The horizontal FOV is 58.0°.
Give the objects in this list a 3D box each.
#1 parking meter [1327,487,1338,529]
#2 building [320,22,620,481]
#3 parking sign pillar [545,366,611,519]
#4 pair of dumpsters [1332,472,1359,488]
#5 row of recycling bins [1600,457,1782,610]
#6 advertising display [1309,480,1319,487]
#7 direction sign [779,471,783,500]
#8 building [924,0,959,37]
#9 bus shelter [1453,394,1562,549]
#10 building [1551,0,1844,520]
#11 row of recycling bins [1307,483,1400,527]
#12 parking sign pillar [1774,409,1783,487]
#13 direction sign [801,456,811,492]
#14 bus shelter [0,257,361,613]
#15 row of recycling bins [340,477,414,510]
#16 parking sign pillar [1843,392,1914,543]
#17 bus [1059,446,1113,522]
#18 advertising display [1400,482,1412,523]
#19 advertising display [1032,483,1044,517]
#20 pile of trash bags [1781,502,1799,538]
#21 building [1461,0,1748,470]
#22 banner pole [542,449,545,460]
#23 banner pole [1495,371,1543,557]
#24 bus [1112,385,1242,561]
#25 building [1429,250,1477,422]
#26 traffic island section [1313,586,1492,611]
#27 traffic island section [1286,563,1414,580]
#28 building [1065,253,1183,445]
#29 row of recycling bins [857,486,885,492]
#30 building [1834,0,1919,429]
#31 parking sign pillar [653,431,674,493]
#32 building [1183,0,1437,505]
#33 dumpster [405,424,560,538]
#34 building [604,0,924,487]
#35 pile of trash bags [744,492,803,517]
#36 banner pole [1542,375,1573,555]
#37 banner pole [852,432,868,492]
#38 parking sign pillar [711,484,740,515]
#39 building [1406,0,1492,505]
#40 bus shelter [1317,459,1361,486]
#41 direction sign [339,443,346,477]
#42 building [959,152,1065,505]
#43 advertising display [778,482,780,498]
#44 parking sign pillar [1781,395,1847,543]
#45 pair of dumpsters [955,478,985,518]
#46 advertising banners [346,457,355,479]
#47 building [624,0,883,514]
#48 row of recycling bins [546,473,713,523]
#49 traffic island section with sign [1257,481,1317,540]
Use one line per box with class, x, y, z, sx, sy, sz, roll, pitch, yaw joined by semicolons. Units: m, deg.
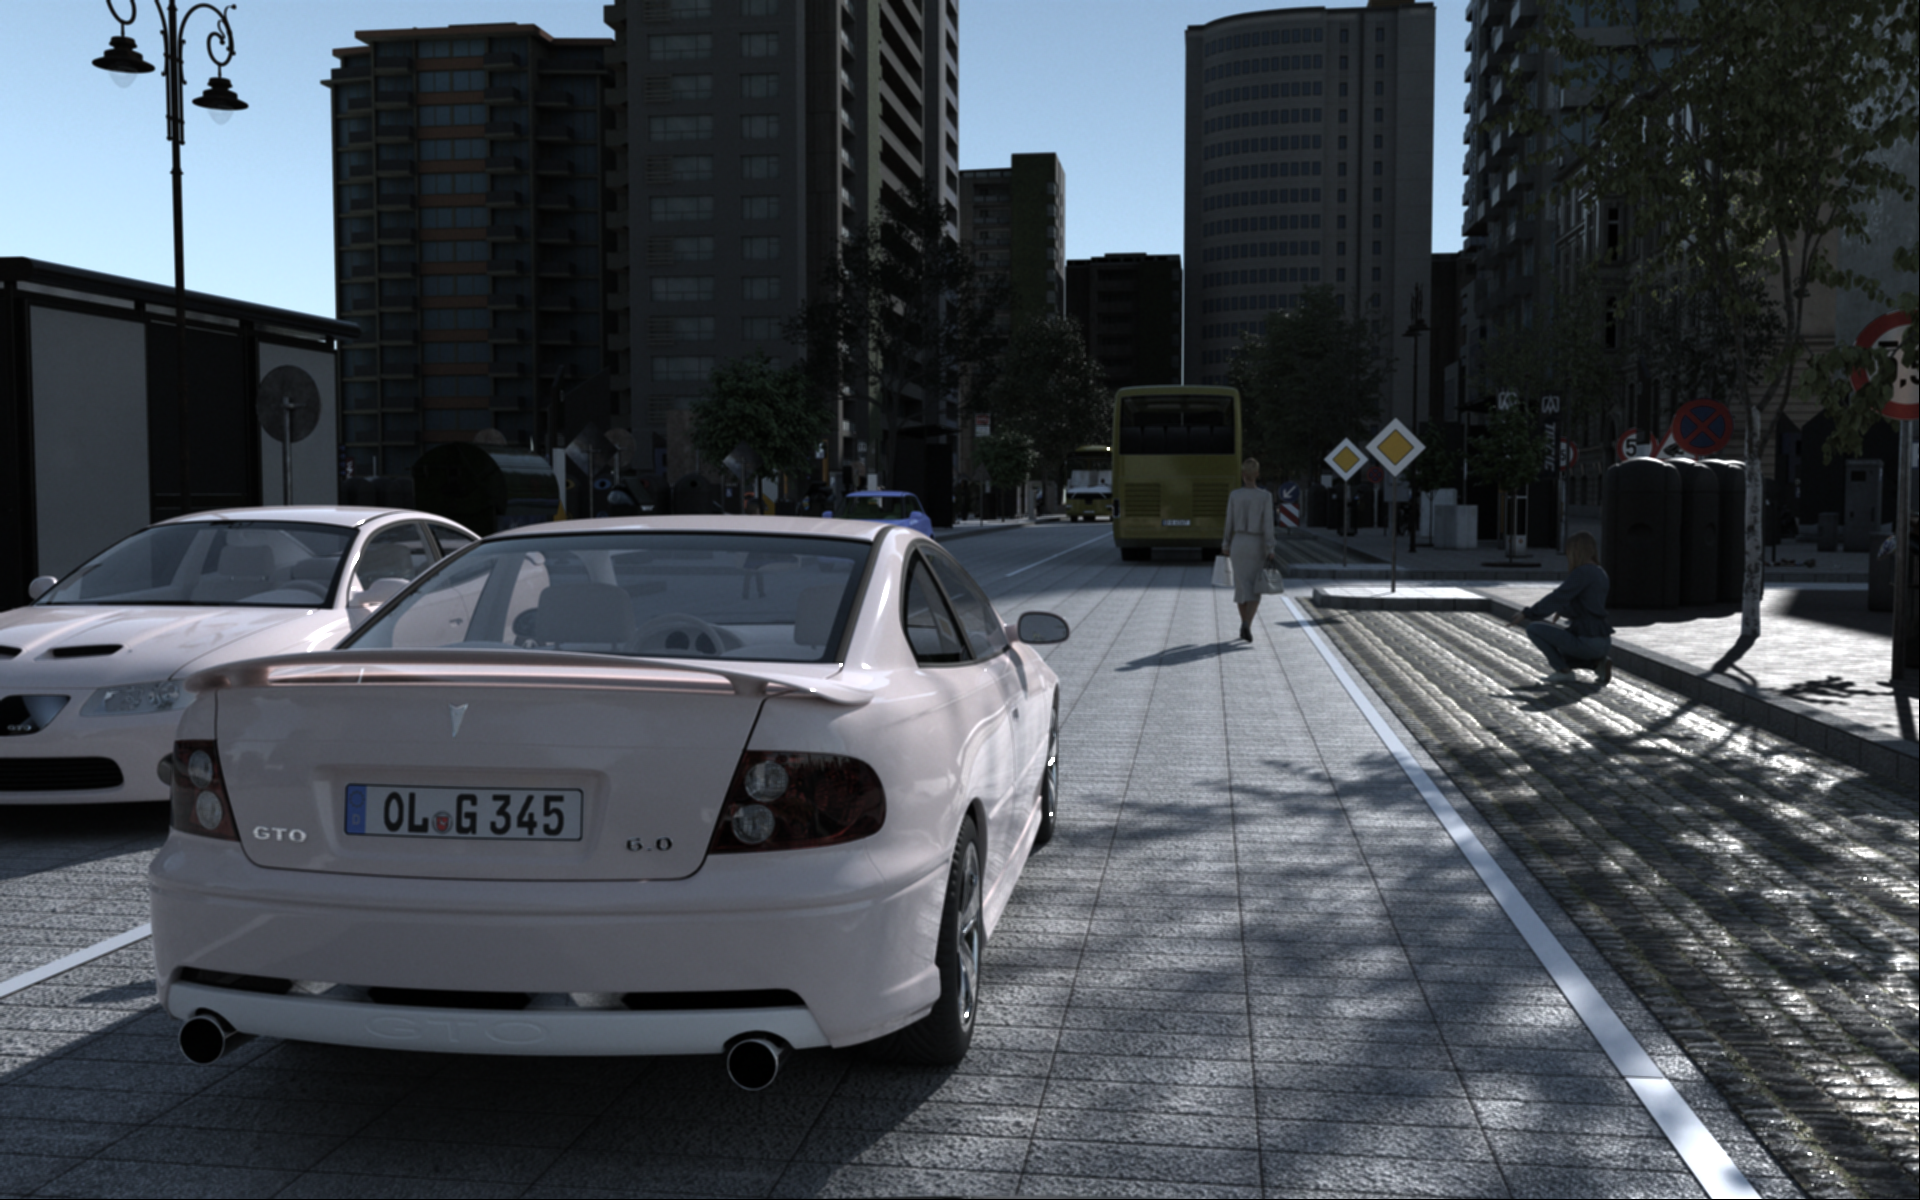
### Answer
parking meter;13.578;-3.350;63.183;0.372;1.533;0.369;0;3;0
building;-43.135;-31.177;164.367;28.867;44.769;22.147;0;4;8
parking sign pillar;-8.014;-2.929;36.369;1.447;3.967;1.447;-2;4;-26
pair of dumpsters;16.970;-4.605;77.784;1.574;2.255;4.437;0;4;8
row of recycling bins;8.649;-0.819;20.511;1.069;1.692;3.534;3;5;43
advertising display;16.721;-4.693;81.942;0.123;1.923;0.974;2;4;32
direction sign;-6.622;-4.437;64.549;0.379;3.537;0.876;1;4;18
building;-14.605;-37.829;160.503;28.212;58.520;21.231;0;4;8
bus shelter;13.773;-3.213;43.818;1.731;3.624;6.357;1;4;8
building;37.489;-16.165;83.375;14.460;24.649;34.723;0;4;8
row of recycling bins;15.276;-3.681;67.303;3.534;1.692;1.069;1;4;16
parking sign pillar;26.479;-4.068;54.992;1.447;3.967;1.447;-2;4;-27
direction sign;-8.969;-6.641;100.584;0.379;3.537;0.876;-3;5;-44
bus shelter;-8.987;-2.404;16.939;2.179;5.291;8.768;1;4;8
row of recycling bins;-14.174;-2.108;41.579;1.069;1.692;3.534;1;4;21
parking sign pillar;22.486;-3.290;42.260;1.447;3.967;1.447;2;4;26
bus;7.392;-6.106;91.377;2.896;3.916;12.252;1;4;10
advertising display;20.077;-4.437;77.753;0.123;1.923;0.974;-2;4;-24
advertising display;4.427;-5.662;97.788;0.123;1.923;0.974;-2;4;-34
pile of trash bags;24.029;-2.522;50.981;3.447;1.369;1.912;0;4;-2
building;47.404;-30.365;116.069;23.786;49.044;30.456;0;4;8
banner pole;-23.186;-6.521;96.627;0.401;3.779;0.863;0;4;4
banner pole;11.331;-2.777;35.415;0.863;3.779;0.401;0;4;-1
bus;5.009;-2.956;39.882;2.896;3.916;12.252;0;4;7
building;61.894;-26.507;205.086;14.107;30.474;14.160;0;4;8
traffic island section;5.677;-0.021;22.619;2.009;0.180;2.903;0;4;8
traffic island section;6.801;-0.504;30.524;2.009;0.180;2.903;0;4;8
building;19.941;-26.847;210.647;14.107;30.474;14.160;0;4;8
row of recycling bins;-4.387;-4.772;85.138;1.069;1.692;3.534;1;4;13
building;33.860;-11.660;45.400;16.860;20.320;10.420;0;4;8
parking sign pillar;-12.338;-5.193;73.379;1.447;3.967;1.447;-1;4;-13
building;41.231;-40.808;209.216;28.212;58.520;21.231;0;4;8
dumpster;-6.635;-1.321;24.096;1.502;2.255;1.985;0;4;8
building;-14.982;-31.234;134.372;21.300;48.544;21.600;0;4;8
pile of trash bags;-8.351;-4.315;80.302;3.447;1.369;1.912;0;4;-1
banner pole;12.683;-2.861;36.798;0.863;3.779;0.401;3;4;38
banner pole;-4.085;-4.890;69.966;0.863;3.779;0.401;2;4;28
parking sign pillar;-9.245;-4.872;68.133;1.447;3.967;1.447;2;4;35
building;51.191;-50.929;145.367;22.319;86.520;31.000;0;4;8
bus shelter;18.188;-5.443;82.918;2.014;3.302;5.546;1;4;8
direction sign;-27.820;-5.218;77.308;0.876;3.537;0.379;0;4;3
building;5.359;-32.264;211.106;14.086;41.232;14.154;0;4;8
advertising display;-9.491;-5.217;90.509;0.123;1.923;0.974;0;4;-8
parking sign pillar;23.074;-3.524;46.091;1.447;3.967;1.447;-2;4;-25
pair of dumpsters;0.607;-5.547;93.188;1.574;2.255;4.437;0;4;8
advertising banners;-27.862;-5.198;81.176;2.074;3.025;0.090;0;4;4
building;-13.372;-26.449;116.034;14.154;41.232;14.086;0;4;8
row of recycling bins;-6.621;-1.677;34.534;3.534;1.692;1.069;1;4;10
traffic island section with sign;10.288;-2.829;54.876;1.989;1.847;2.006;0;4;8
